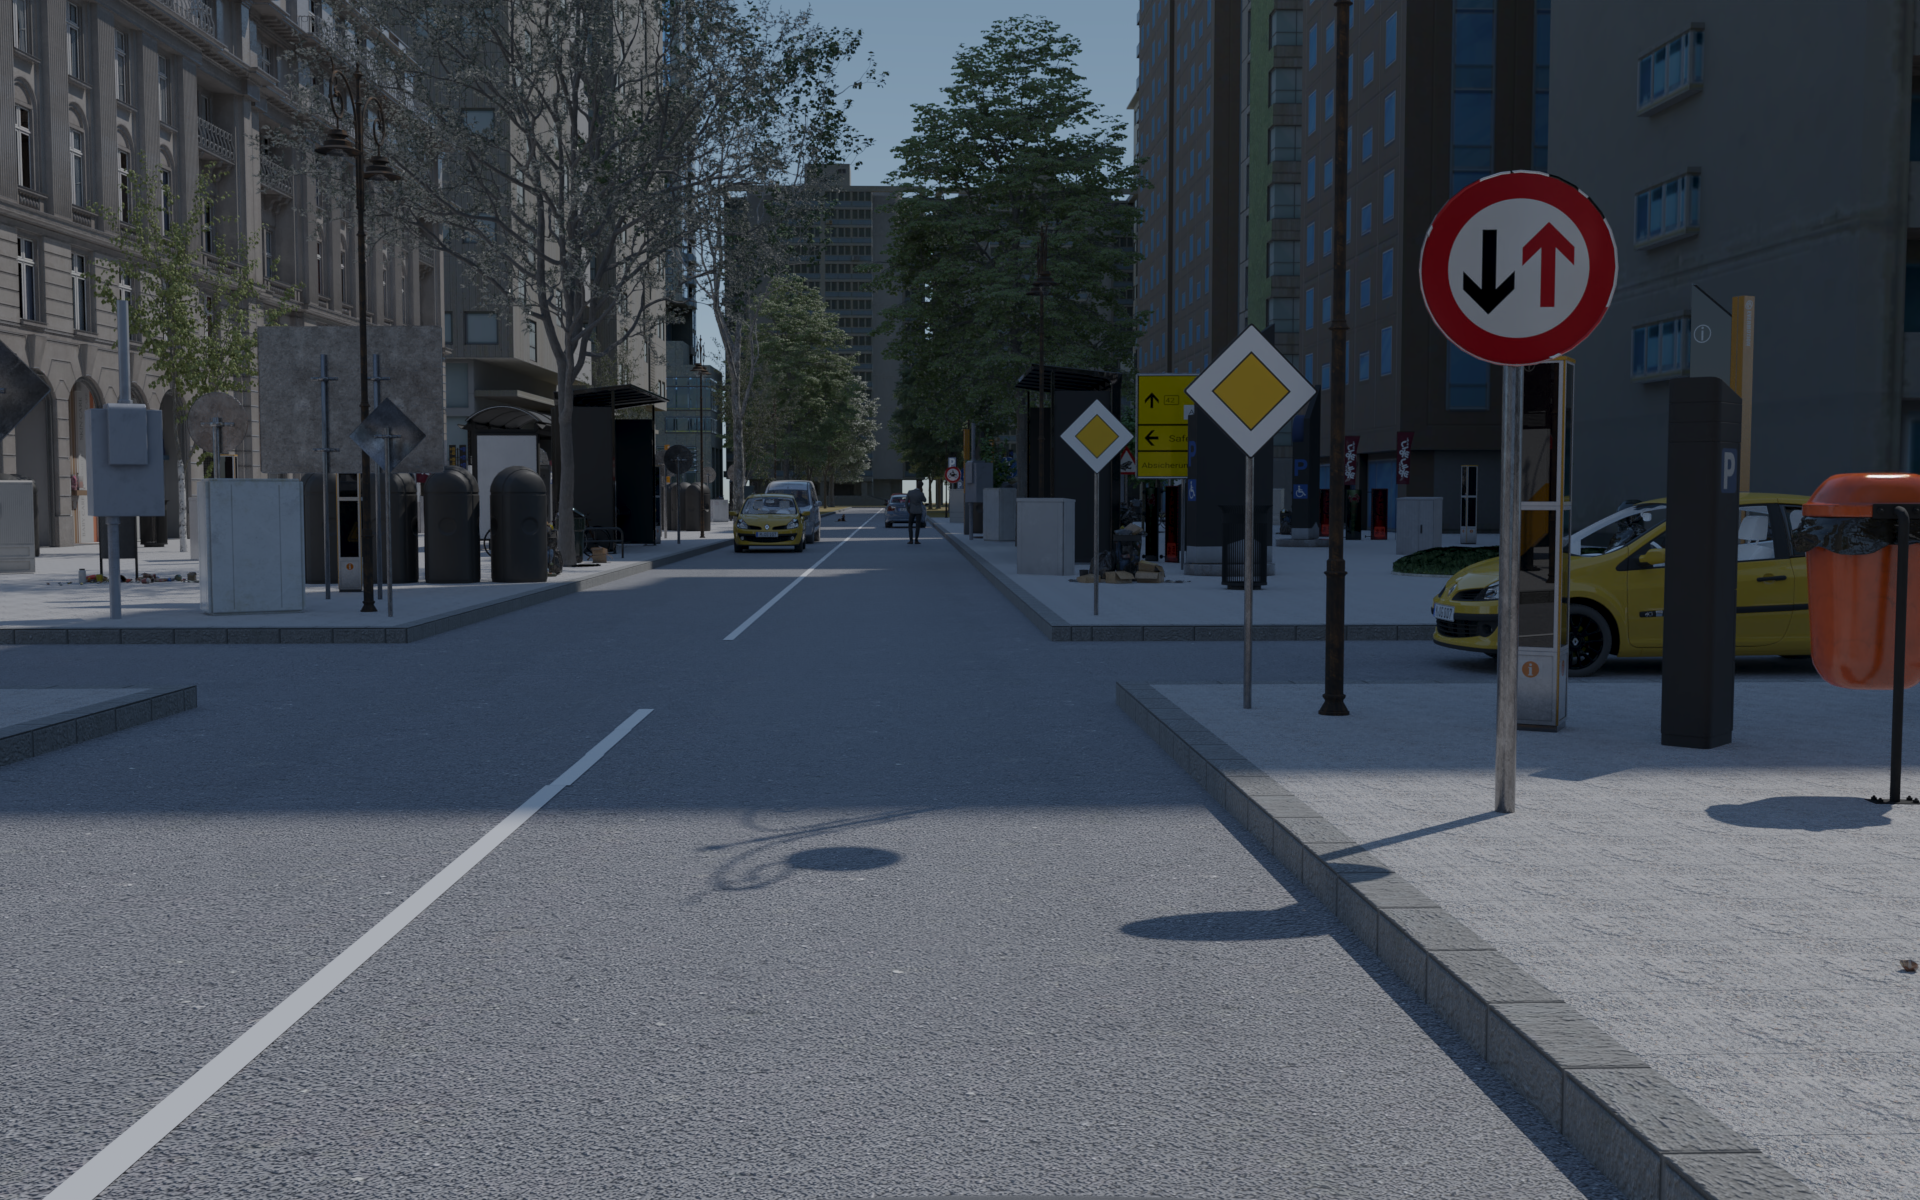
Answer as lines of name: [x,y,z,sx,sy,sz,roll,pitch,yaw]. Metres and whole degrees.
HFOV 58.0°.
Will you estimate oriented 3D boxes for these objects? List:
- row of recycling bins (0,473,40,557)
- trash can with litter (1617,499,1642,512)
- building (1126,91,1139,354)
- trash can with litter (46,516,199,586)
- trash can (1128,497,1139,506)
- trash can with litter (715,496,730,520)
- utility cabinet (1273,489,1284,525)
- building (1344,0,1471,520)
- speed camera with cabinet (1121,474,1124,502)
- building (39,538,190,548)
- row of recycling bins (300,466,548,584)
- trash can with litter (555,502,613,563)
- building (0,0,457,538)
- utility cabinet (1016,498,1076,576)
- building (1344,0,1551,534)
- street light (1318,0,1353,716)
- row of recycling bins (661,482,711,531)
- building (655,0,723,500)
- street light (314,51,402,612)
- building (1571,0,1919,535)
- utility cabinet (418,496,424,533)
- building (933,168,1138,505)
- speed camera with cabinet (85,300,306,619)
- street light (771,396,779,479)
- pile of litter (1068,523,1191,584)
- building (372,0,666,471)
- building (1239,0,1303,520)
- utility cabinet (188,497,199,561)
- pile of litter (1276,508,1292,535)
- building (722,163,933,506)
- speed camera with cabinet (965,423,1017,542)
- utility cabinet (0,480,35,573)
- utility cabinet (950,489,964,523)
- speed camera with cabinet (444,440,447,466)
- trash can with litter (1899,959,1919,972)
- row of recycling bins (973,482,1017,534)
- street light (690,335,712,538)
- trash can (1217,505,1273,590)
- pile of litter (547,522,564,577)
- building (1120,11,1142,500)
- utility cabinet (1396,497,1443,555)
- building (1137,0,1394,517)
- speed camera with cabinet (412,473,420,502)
row of recycling bins: [-19.126,-1.653,34.136,1.069,1.692,3.534,0,4,-7]
trash can with litter: [13.569,-1.448,35.054,0.624,1.170,1.055,2,4,35]
building: [35.197,-37.714,205.854,27.495,52.752,28.713,0,4,-2]
trash can with litter: [-11.834,-0.858,25.081,2.233,1.210,1.678,0,4,-4]
trash can: [9.305,-4.994,93.306,0.748,1.137,0.748,0,3,0]
trash can with litter: [-11.940,-4.512,84.823,2.233,1.210,1.678,3,5,39]
utility cabinet: [12.711,-3.817,71.083,1.173,1.500,0.318,3,5,41]
building: [20.738,-27.730,103.502,14.600,45.320,14.200,0,4,-2]
speed camera with cabinet: [3.896,-3.312,48.488,0.660,3.252,2.038,-1,4,-21]
building: [-27.538,-12.268,42.376,13.314,21.916,24.055,0,4,-2]
row of recycling bins: [-7.782,-1.102,25.130,3.534,1.692,1.069,0,4,-6]
trash can with litter: [-7.018,-1.280,32.313,1.055,1.170,0.624,-1,4,-11]
building: [-28.727,-13.735,66.359,13.314,21.916,24.055,0,4,-2]
utility cabinet: [1.368,-1.005,27.599,0.306,1.237,1.020,-3,5,-45]
building: [20.684,-25.154,61.372,14.600,45.320,14.200,0,4,-2]
street light: [2.179,-2.271,9.915,0.468,5.910,1.993,0,4,-2]
row of recycling bins: [-9.803,-3.289,60.888,1.069,1.692,3.534,-2,4,-33]
building: [-43.350,-54.142,197.894,31.000,86.520,22.319,0,4,-2]
street light: [-6.447,-2.809,18.712,0.468,5.910,1.993,0,4,-2]
building: [26.033,-25.492,40.500,21.600,48.544,21.300,0,4,-2]
utility cabinet: [-17.926,-2.794,56.848,1.020,1.237,0.306,2,4,34]
building: [8.423,-31.550,207.726,23.993,40.220,32.217,0,4,-2]
speed camera with cabinet: [-8.075,-1.466,18.308,2.038,3.252,0.660,-2,4,-33]
street light: [-8.717,-6.659,81.668,0.468,5.910,1.993,0,4,-2]
pile of litter: [2.477,-0.687,25.196,1.719,0.858,1.176,1,4,21]
building: [-38.602,-33.644,139.321,27.495,52.752,28.713,0,4,-2]
building: [20.636,-24.466,83.610,14.154,41.232,14.086,0,4,-2]
utility cabinet: [-14.757,-1.380,33.721,0.306,1.237,1.020,-2,4,-33]
pile of litter: [10.569,-2.500,54.845,1.176,0.858,1.719,1,4,17]
building: [-15.773,-31.461,206.262,23.993,40.220,32.217,0,4,-2]
speed camera with cabinet: [0.854,-3.264,47.703,0.660,3.252,2.038,-2,4,-27]
utility cabinet: [-15.462,-1.162,27.670,1.173,1.500,0.318,-2,4,-29]
utility cabinet: [0.105,-4.158,76.657,1.173,1.500,0.318,3,4,36]
speed camera with cabinet: [-18.528,-4.195,62.926,0.660,3.252,2.038,-1,4,-13]
trash can with litter: [3.785,0.391,4.665,2.233,1.210,1.678,2,4,26]
row of recycling bins: [1.694,-3.078,57.441,1.069,1.692,3.534,3,5,41]
street light: [-7.530,-4.750,50.451,0.468,5.910,1.993,0,4,-2]
trash can: [3.831,-0.713,23.315,0.748,1.137,0.748,0,3,0]
pile of litter: [-6.792,-0.806,27.142,1.176,0.858,1.719,1,4,11]
building: [22.653,-50.546,139.097,22.319,86.520,31.000,0,4,-2]
utility cabinet: [9.615,-1.537,36.297,0.306,1.237,1.020,-2,4,-33]
building: [19.957,-28.598,117.690,14.600,45.320,14.200,0,4,-2]
speed camera with cabinet: [-17.311,-3.527,52.004,2.038,3.252,0.660,0,4,-8]
